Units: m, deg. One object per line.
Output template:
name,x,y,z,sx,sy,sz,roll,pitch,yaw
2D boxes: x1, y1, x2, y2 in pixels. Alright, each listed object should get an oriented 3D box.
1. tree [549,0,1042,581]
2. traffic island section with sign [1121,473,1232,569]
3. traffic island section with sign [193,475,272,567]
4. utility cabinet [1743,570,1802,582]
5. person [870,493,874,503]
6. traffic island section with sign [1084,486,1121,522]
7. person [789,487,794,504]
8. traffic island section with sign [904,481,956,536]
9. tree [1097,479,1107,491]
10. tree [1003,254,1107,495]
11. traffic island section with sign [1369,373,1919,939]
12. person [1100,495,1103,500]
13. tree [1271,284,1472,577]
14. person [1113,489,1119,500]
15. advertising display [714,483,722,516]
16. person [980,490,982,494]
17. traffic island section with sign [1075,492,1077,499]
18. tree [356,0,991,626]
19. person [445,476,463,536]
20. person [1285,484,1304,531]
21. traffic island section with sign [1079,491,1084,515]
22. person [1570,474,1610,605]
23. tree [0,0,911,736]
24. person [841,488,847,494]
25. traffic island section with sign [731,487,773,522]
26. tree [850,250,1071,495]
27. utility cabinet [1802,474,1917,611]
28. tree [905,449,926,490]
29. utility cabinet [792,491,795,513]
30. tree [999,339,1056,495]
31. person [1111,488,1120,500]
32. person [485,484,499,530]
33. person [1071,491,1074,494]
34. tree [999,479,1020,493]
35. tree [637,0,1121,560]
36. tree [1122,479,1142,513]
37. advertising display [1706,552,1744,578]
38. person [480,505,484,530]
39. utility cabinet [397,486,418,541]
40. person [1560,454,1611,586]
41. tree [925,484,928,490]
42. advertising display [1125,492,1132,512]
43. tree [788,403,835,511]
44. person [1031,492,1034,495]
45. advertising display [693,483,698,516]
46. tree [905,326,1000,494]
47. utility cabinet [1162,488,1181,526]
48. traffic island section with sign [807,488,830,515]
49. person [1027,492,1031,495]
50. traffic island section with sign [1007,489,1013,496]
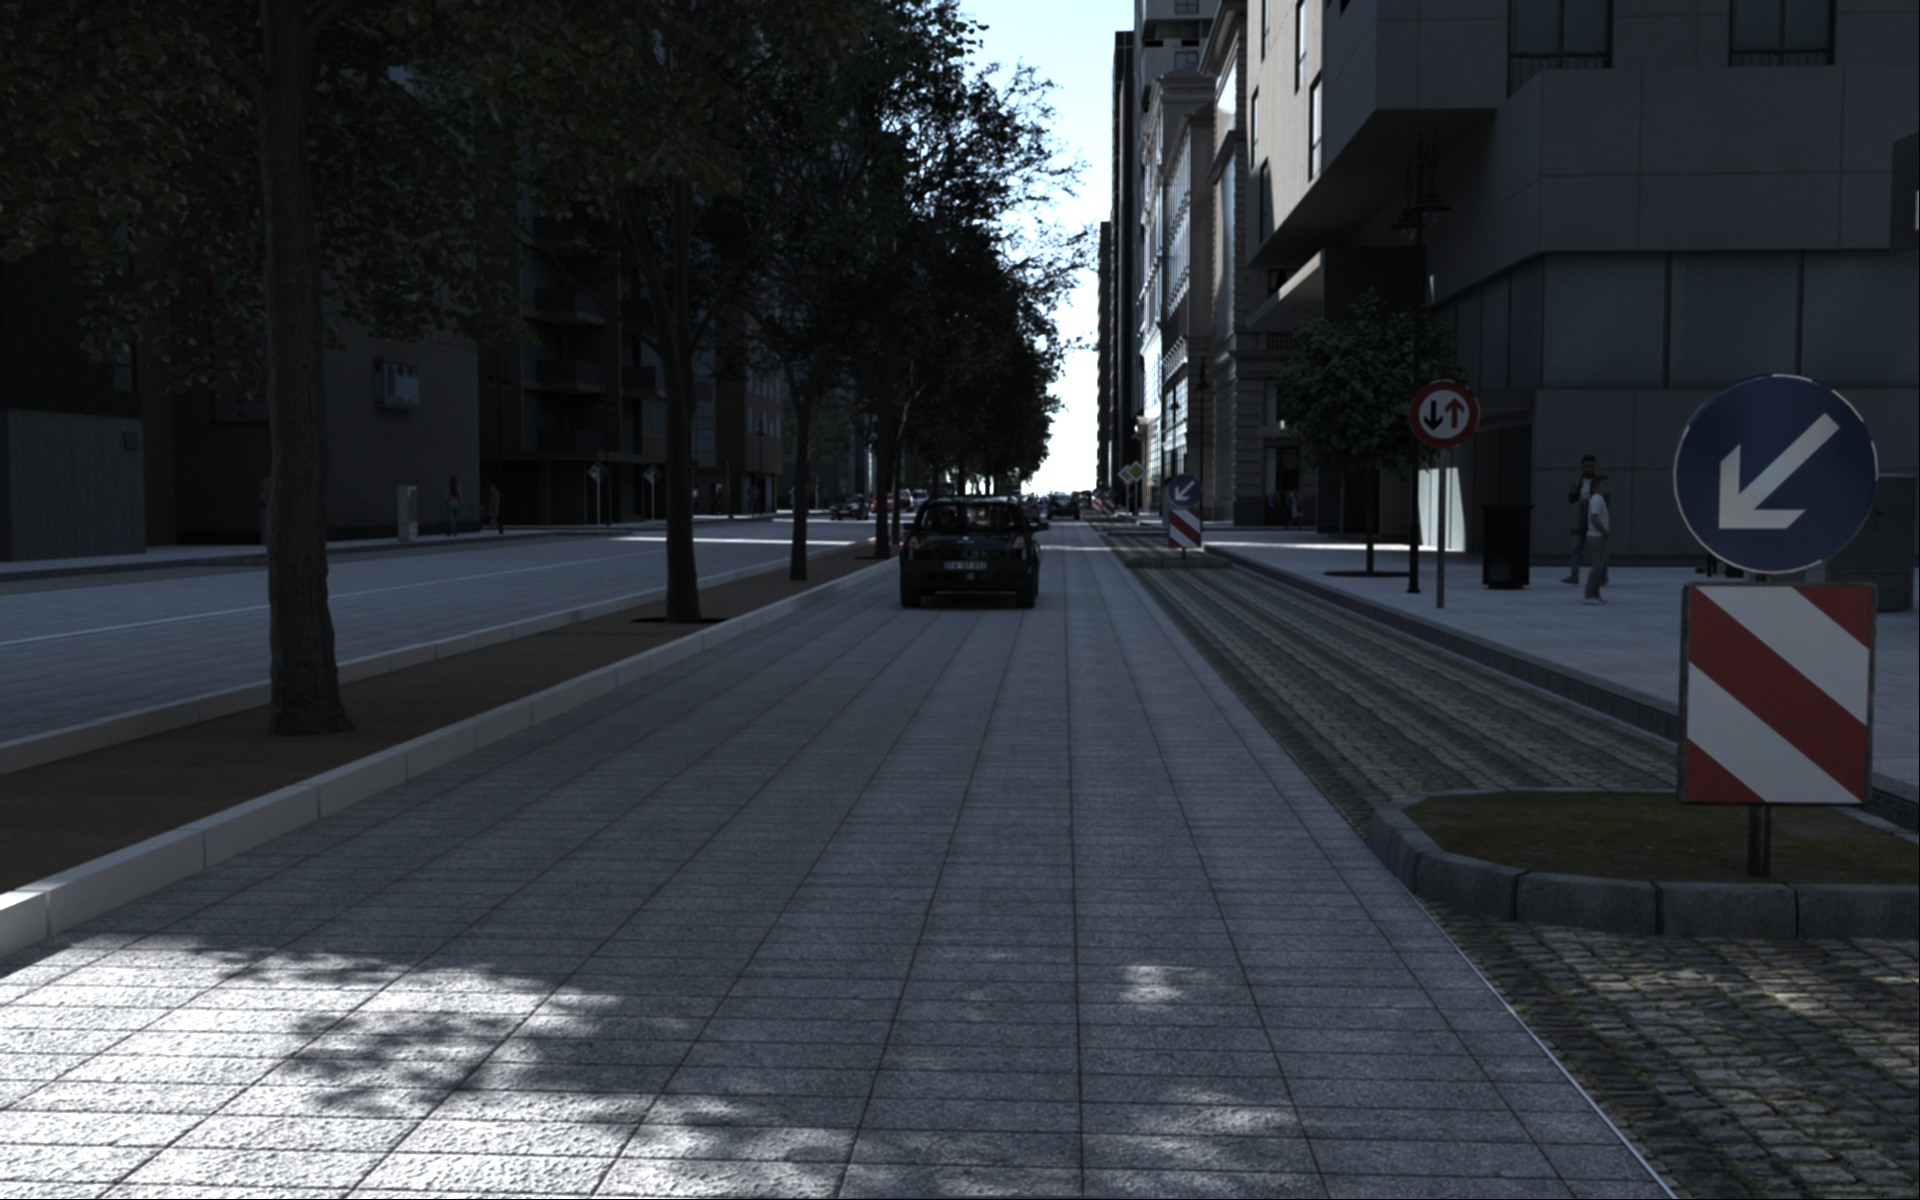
tree,-2.712,-5.568,27.909,8.767,10.594,7.601,0,4,3
traffic island section with sign,4.242,-1.550,33.964,1.989,1.847,2.006,0,4,3
traffic island section with sign,-14.057,-1.610,34.949,1.989,1.847,2.006,0,4,3
utility cabinet,9.722,-0.693,20.005,1.173,1.500,0.318,1,4,11
person,-8.402,-9.538,165.250,0.557,1.426,1.065,1,4,20
traffic island section with sign,7.483,-4.909,88.897,1.989,1.847,2.006,0,4,3
person,-12.067,-7.323,126.023,0.600,1.795,0.529,1,4,11
traffic island section with sign,-0.889,-3.152,59.672,2.006,1.907,1.989,0,4,3
tree,18.509,-14.159,226.098,1.663,3.219,1.824,0,3,0
tree,4.650,-16.918,134.959,12.611,20.169,13.585,0,3,0
traffic island section with sign,2.629,0.130,6.504,1.989,1.847,2.006,0,4,3
person,19.037,-13.859,233.426,1.217,1.735,0.721,-1,4,-10
tree,6.527,-2.671,27.389,4.285,4.588,4.351,0,3,0
person,13.635,-8.967,153.361,0.721,1.736,1.217,-3,4,-37
advertising display,-14.290,-5.948,102.456,0.123,1.923,0.974,1,4,13
person,2.103,-10.033,172.616,0.705,1.814,1.350,2,4,32
traffic island section with sign,12.017,-9.634,166.150,1.989,1.847,2.006,0,4,3
tree,-3.180,-5.555,19.041,9.928,11.665,9.643,0,3,0
person,-15.306,-2.836,52.416,0.555,1.821,0.388,-2,4,-34
person,12.176,-3.310,62.719,0.778,1.811,0.616,-1,4,-19
traffic island section with sign,9.061,-6.567,115.999,1.989,1.847,2.006,0,4,3
person,7.384,-0.700,20.090,0.523,1.515,0.503,-1,4,-15
tree,-3.839,-5.443,9.584,7.486,12.596,7.792,0,3,0
person,-9.482,-8.324,142.327,0.537,1.800,0.526,1,4,22
traffic island section with sign,-10.799,-4.988,90.185,1.989,1.847,2.006,0,4,3
tree,0.078,-9.685,77.815,9.611,12.733,9.660,0,3,0
utility cabinet,9.797,-0.620,18.821,1.173,1.500,0.318,-1,4,-16
tree,-5.672,-16.496,220.077,4.360,8.622,3.978,0,3,0
utility cabinet,-10.926,-6.468,114.423,0.318,1.500,1.173,0,4,-5
tree,3.051,-12.511,125.138,7.486,12.596,7.792,0,3,0
person,13.804,-9.178,156.190,1.350,1.814,0.705,3,4,37
person,-17.305,-3.395,64.110,0.767,1.812,0.694,-3,4,-36
person,13.884,-12.548,213.740,1.350,1.814,0.705,-1,4,-16
tree,2.512,-10.159,118.921,4.360,8.622,3.978,0,3,0
tree,-1.729,-7.640,37.748,12.009,13.543,11.850,0,3,0
tree,11.712,-7.672,120.039,1.663,3.219,1.824,0,3,0
advertising display,11.951,-1.302,26.503,0.974,1.923,0.123,2,4,34
person,-17.357,-3.018,62.512,0.362,1.253,0.373,0,4,7
utility cabinet,-15.015,-2.351,47.118,0.318,1.500,1.173,0,4,-7
person,8.694,-1.090,23.849,0.713,1.824,0.794,-2,4,-24
tree,-4.512,-14.850,237.403,1.663,3.219,1.824,0,3,0
advertising display,12.470,-7.384,125.947,0.974,1.923,0.123,-2,4,-25
tree,-11.268,-11.181,133.176,4.360,8.622,3.978,0,3,0
person,8.709,-12.252,209.755,0.756,1.711,0.436,1,4,16
advertising display,-15.737,-5.871,101.199,0.974,1.923,0.123,-3,5,-42
tree,-0.337,-7.209,70.691,4.737,8.622,4.395,0,3,0
utility cabinet,8.262,-3.598,67.509,0.318,1.500,1.173,-1,4,-17
traffic island section with sign,-9.221,-6.634,117.094,1.989,1.847,2.006,0,4,3
person,8.112,-11.816,202.486,0.742,1.727,0.445,3,5,42
traffic island section with sign,3.959,-8.192,142.076,2.006,1.907,1.989,0,4,3
